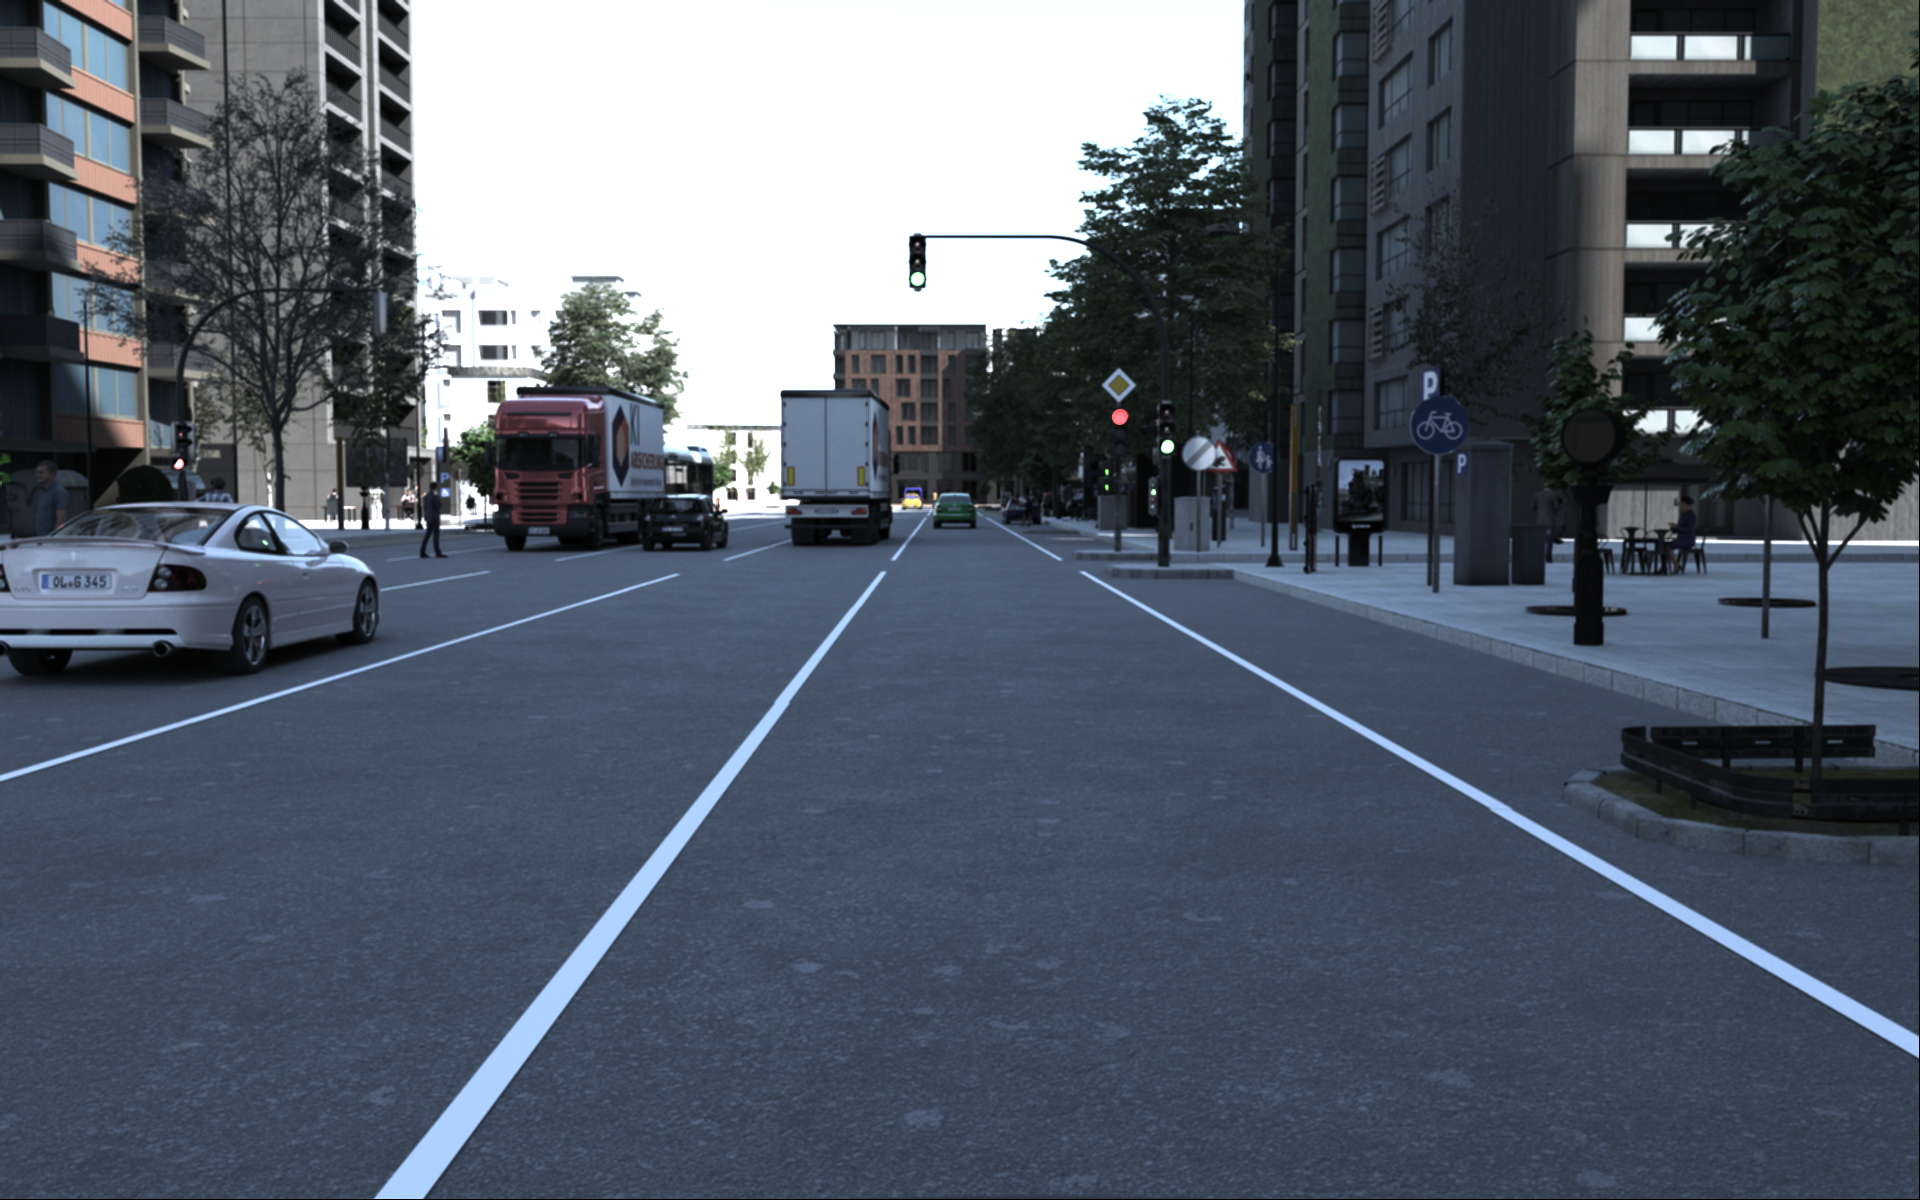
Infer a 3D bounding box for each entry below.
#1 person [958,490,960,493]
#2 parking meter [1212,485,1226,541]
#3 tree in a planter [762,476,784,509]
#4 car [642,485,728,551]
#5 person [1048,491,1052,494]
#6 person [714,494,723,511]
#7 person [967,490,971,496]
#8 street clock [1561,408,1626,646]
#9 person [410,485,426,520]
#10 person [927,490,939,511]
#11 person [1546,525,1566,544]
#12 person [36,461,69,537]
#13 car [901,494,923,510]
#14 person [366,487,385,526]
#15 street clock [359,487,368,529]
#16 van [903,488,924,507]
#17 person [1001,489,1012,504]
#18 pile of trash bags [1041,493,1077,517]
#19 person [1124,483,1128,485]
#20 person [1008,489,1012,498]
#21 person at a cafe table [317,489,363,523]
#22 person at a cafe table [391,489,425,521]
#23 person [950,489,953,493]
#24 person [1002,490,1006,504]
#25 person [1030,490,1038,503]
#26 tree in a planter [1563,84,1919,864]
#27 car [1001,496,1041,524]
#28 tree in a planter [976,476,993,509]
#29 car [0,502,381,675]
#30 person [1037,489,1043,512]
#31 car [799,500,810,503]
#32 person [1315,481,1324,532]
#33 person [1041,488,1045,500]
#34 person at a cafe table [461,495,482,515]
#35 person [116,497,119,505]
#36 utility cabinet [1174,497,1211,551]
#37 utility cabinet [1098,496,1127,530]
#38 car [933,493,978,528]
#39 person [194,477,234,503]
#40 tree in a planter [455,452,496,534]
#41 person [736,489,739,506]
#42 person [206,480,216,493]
[{"bbox_3d":[-0.098,-8.792,152.265,0.705,1.821,1.348,1,4,13],"label":"person"},{"bbox_3d":[7.114,-2.394,47.560,0.372,1.533,0.369,0,3,0],"label":"parking meter"},{"bbox_3d":[-18.082,-10.418,167.550,1.991,3.239,1.994,0,4,-1],"label":"tree in a planter"},{"bbox_3d":[-7.109,-2.154,45.000,2.009,1.686,4.222,0,4,1],"label":"car"},{"bbox_3d":[7.436,-8.293,143.095,0.415,1.643,0.593,-3,5,-41],"label":"person"},{"bbox_3d":[-18.420,-7.349,131.921,0.557,1.426,1.065,3,5,42],"label":"person"},{"bbox_3d":[0.695,-9.067,156.679,0.705,1.831,1.348,2,4,28],"label":"person"},{"bbox_3d":[5.355,-0.619,14.695,0.471,2.002,0.358,3,5,41],"label":"street clock"},{"bbox_3d":[-26.454,-4.764,84.465,0.617,1.759,0.750,3,4,36],"label":"person"},{"bbox_3d":[-2.188,-8.500,147.573,1.348,1.812,0.705,-2,4,-33],"label":"person"},{"bbox_3d":[15.289,-1.851,44.585,0.859,0.850,0.655,0,4,6],"label":"person"},{"bbox_3d":[-10.280,-0.666,19.520,0.434,1.807,0.598,-2,4,-33],"label":"person"},{"bbox_3d":[-4.354,-9.007,157.483,2.015,1.641,3.980,0,4,1],"label":"car"},{"bbox_3d":[-23.407,-3.832,69.412,0.841,1.734,0.376,0,4,-8],"label":"person"},{"bbox_3d":[-21.761,-3.591,63.282,0.471,2.002,0.358,2,4,29],"label":"street clock"},{"bbox_3d":[-4.875,-10.857,181.901,2.240,2.365,5.245,0,4,-1],"label":"van"},{"bbox_3d":[4.647,-10.102,171.285,1.350,1.814,0.705,2,4,35],"label":"person"},{"bbox_3d":[5.577,-5.523,100.060,1.912,1.369,3.447,-1,4,-20],"label":"pile of trash bags"},{"bbox_3d":[6.748,-3.887,70.293,0.576,1.737,0.504,0,4,-4],"label":"person"},{"bbox_3d":[4.712,-9.709,165.497,0.721,1.736,1.217,0,4,-3],"label":"person"},{"bbox_3d":[-27.432,-4.149,76.350,1.698,1.524,1.622,0,4,-1],"label":"person at a cafe table"},{"bbox_3d":[-26.025,-4.492,81.953,1.698,1.524,1.622,-2,4,-29],"label":"person at a cafe table"},{"bbox_3d":[-0.685,-7.880,137.354,1.348,1.823,0.705,-1,4,-17],"label":"person"},{"bbox_3d":[4.750,-10.934,185.345,0.750,1.759,0.617,1,4,8],"label":"person"},{"bbox_3d":[6.306,-8.382,142.713,1.348,1.869,0.705,0,4,-4],"label":"person"},{"bbox_3d":[3.808,-0.635,7.598,1.991,3.239,1.994,0,4,-1],"label":"tree in a planter"},{"bbox_3d":[2.949,-4.303,82.942,1.945,1.354,3.894,0,4,-1],"label":"car"},{"bbox_3d":[2.384,-10.402,167.293,1.991,3.239,1.994,0,4,-1],"label":"tree in a planter"},{"bbox_3d":[-6.552,-0.167,15.092,2.083,1.381,4.827,0,4,-1],"label":"car"},{"bbox_3d":[5.616,-7.064,121.668,0.705,1.807,1.348,-1,4,-23],"label":"person"},{"bbox_3d":[-11.767,-7.968,138.954,2.281,1.827,5.304,0,4,-1],"label":"car"},{"bbox_3d":[12.013,-3.148,58.240,0.376,1.734,0.841,3,5,45],"label":"person"},{"bbox_3d":[7.080,-8.782,150.074,0.683,1.767,0.568,-1,4,-11],"label":"person"},{"bbox_3d":[-29.902,-5.770,105.197,1.698,1.238,1.726,0,4,3],"label":"person at a cafe table"},{"bbox_3d":[-26.543,-2.851,54.927,0.388,1.546,0.482,-2,4,-32],"label":"person"},{"bbox_3d":[5.236,-1.711,39.144,0.306,1.237,1.020,-2,4,-28],"label":"utility cabinet"},{"bbox_3d":[5.423,-3.085,61.593,1.020,1.237,0.306,-1,4,-17],"label":"utility cabinet"},{"bbox_3d":[-0.197,-3.965,73.622,1.959,1.807,4.718,0,4,1],"label":"car"},{"bbox_3d":[-12.929,-1.284,30.216,0.841,1.734,0.376,1,4,21],"label":"person"},{"bbox_3d":[-17.139,-4.023,63.005,1.991,3.239,1.994,0,4,-1],"label":"tree in a planter"},{"bbox_3d":[-23.998,-11.066,187.069,0.705,1.812,1.348,-1,4,-10],"label":"person"},{"bbox_3d":[-22.944,-2.846,53.397,0.655,1.722,0.431,3,4,38],"label":"person"}]
